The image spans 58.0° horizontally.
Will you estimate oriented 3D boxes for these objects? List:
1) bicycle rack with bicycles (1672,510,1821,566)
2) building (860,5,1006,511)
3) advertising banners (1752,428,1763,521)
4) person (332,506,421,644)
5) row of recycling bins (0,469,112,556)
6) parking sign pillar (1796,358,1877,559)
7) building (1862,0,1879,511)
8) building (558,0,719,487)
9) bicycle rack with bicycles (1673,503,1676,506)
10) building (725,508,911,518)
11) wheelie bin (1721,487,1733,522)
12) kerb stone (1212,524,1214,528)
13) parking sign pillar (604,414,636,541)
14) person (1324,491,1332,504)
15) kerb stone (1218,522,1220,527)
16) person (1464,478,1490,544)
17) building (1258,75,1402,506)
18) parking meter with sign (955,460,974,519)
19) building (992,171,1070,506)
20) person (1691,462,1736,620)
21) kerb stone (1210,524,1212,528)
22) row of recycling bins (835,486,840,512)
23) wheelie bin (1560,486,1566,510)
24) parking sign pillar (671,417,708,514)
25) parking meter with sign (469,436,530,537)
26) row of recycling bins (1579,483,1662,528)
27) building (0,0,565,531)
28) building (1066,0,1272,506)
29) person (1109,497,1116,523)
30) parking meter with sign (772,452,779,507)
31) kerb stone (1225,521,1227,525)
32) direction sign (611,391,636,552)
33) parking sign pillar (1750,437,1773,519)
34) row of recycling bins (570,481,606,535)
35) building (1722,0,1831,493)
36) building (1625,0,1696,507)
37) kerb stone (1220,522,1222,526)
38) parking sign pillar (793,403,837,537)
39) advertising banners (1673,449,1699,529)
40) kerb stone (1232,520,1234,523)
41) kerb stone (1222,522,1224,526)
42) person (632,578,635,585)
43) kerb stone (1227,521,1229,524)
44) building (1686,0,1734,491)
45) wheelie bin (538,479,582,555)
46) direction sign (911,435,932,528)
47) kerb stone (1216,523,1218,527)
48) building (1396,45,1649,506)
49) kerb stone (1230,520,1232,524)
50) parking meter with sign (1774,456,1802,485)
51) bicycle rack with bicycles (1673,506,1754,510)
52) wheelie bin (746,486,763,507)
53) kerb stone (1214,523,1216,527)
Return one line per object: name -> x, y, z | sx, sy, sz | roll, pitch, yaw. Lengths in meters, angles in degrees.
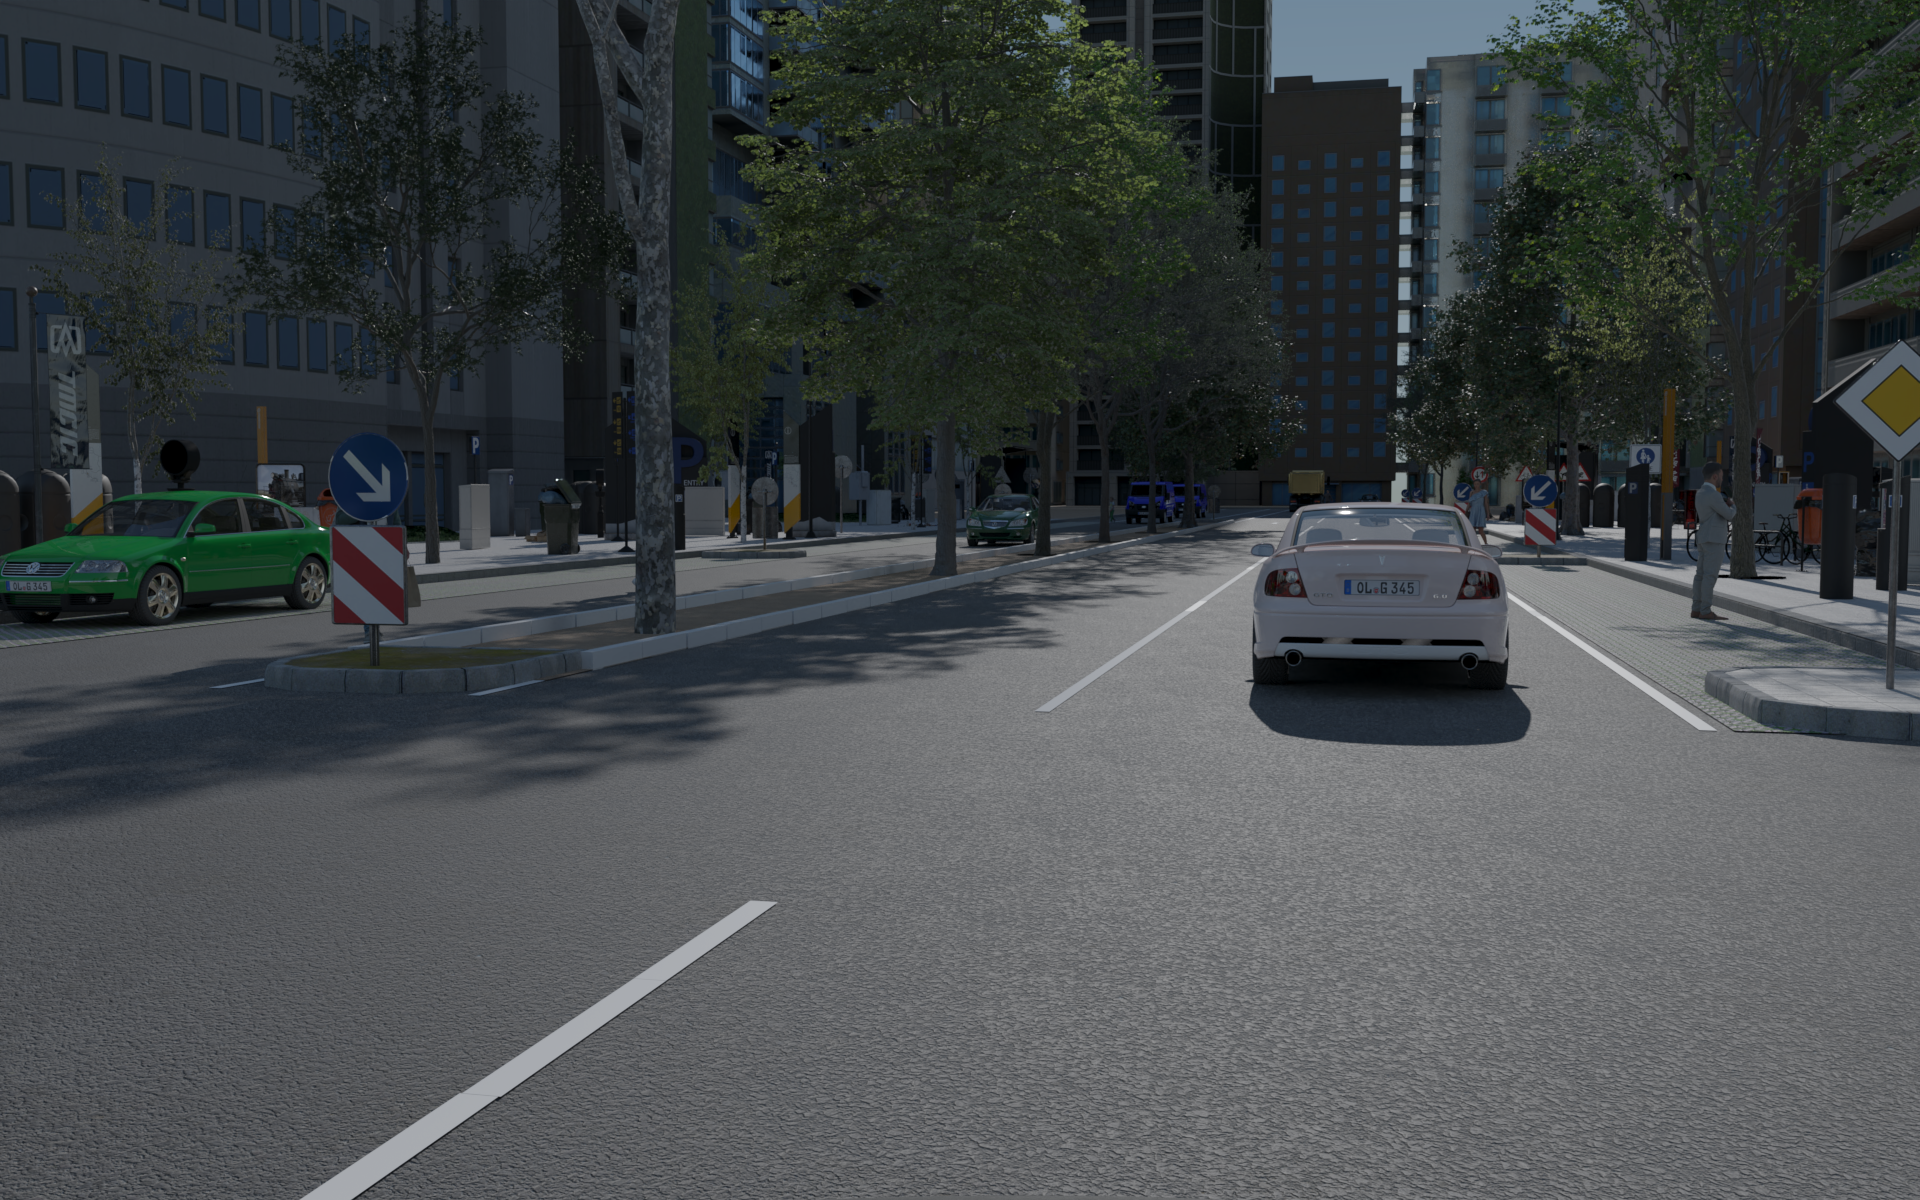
bicycle rack with bicycles -> 15.275, -1.133, 31.902 | 2.852, 0.926, 2.925 | -1, 4, -13
building -> -11.602, -33.781, 141.562 | 27.495, 52.752, 28.713 | 1, 4, 13
advertising banners -> 20.605, -2.997, 45.191 | 0.090, 3.025, 2.074 | 3, 5, 40
person -> -5.453, -0.476, 16.264 | 0.794, 1.824, 0.713 | -2, 4, -35
row of recycling bins -> -15.349, -1.288, 28.164 | 1.069, 1.692, 3.534 | 1, 4, 23
parking sign pillar -> 17.512, -2.819, 34.559 | 1.447, 3.967, 1.447 | -1, 4, -11
building -> 46.697, -26.933, 64.058 | 21.300, 48.544, 21.600 | 1, 4, 13
building -> -20.388, -24.247, 80.034 | 14.154, 41.232, 14.086 | 1, 4, 13
bicycle rack with bicycles -> 28.484, -3.514, 70.829 | 2.925, 0.926, 2.852 | 3, 5, 44
building -> -15.923, -48.654, 108.166 | 22.319, 86.520, 31.000 | 1, 4, 13
wheelie bin -> 35.339, -4.408, 79.985 | 0.980, 1.594, 0.693 | -3, 5, -43
kerb stone -> 10.434, -3.076, 72.489 | 0.120, 0.150, 1.000 | 1, 4, 13
parking sign pillar -> -9.235, -3.666, 48.410 | 1.447, 3.967, 1.447 | 0, 4, 1
person -> 34.023, -9.250, 160.287 | 0.990, 1.755, 0.434 | 3, 4, 38
kerb stone -> 11.134, -3.256, 75.485 | 0.120, 0.150, 1.000 | 1, 4, 13
person -> 12.423, -2.021, 41.634 | 0.778, 1.811, 0.616 | -3, 5, -44
building -> 40.205, -32.911, 188.197 | 14.200, 45.320, 14.600 | 1, 4, 13
parking meter with sign -> -0.162, -5.693, 89.349 | 1.738, 3.016, 0.543 | -1, 4, -20
building -> 2.091, -35.251, 200.050 | 21.600, 48.544, 21.300 | 1, 4, 13
person -> 8.620, -0.677, 19.742 | 0.466, 1.800, 0.511 | -1, 4, -9
kerb stone -> 10.206, -3.013, 71.492 | 0.120, 0.150, 1.000 | 1, 4, 13
row of recycling bins -> -6.274, -4.728, 84.422 | 1.069, 1.692, 3.534 | 0, 4, -2
wheelie bin -> 24.492, -3.759, 69.364 | 0.980, 1.594, 0.693 | 0, 4, 4
parking sign pillar -> -9.338, -4.346, 59.522 | 1.447, 3.967, 1.447 | -1, 4, -15
parking meter with sign -> -13.882, -3.431, 52.362 | 1.738, 3.016, 0.543 | 1, 4, 9
row of recycling bins -> 25.284, -3.642, 66.662 | 3.534, 1.692, 1.069 | 1, 4, 22
building -> -28.060, -31.157, 51.414 | 21.231, 58.520, 28.212 | 1, 4, 13
building -> 23.857, -46.221, 193.963 | 20.611, 71.187, 20.563 | 1, 4, 13
person -> 7.513, -4.442, 85.373 | 0.306, 1.304, 0.590 | 3, 5, 41
parking meter with sign -> -6.861, -4.607, 71.581 | 1.738, 3.016, 0.543 | -2, 4, -30
kerb stone -> 12.053, -3.504, 79.483 | 0.120, 0.150, 1.000 | 1, 4, 13
direction sign -> -7.384, -2.828, 38.242 | 0.876, 3.537, 0.379 | 3, 5, 42
parking sign pillar -> 32.193, -5.001, 70.238 | 1.447, 3.967, 1.447 | 3, 5, 43
row of recycling bins -> -12.145, -3.017, 56.442 | 1.069, 1.692, 3.534 | -2, 4, -24
building -> 49.209, -26.934, 90.487 | 14.600, 45.320, 14.200 | 1, 4, 13
building -> 63.719, -32.715, 124.132 | 28.713, 52.752, 27.495 | 1, 4, 13
kerb stone -> 11.365, -3.321, 76.488 | 0.120, 0.150, 1.000 | 1, 4, 13
parking sign pillar -> -4.408, -3.872, 51.786 | 1.447, 3.967, 1.447 | 1, 4, 13
advertising banners -> 26.556, -4.079, 62.876 | 2.074, 3.025, 0.090 | -1, 4, -13
kerb stone -> 12.970, -3.749, 83.498 | 0.120, 0.150, 1.000 | 1, 4, 13
kerb stone -> 11.595, -3.382, 77.490 | 0.120, 0.150, 1.000 | 1, 4, 13
person -> -4.557, -1.002, 25.554 | 0.598, 1.740, 0.731 | -2, 4, -31
kerb stone -> 12.283, -3.565, 80.479 | 0.120, 0.150, 1.000 | 1, 4, 13
building -> 51.702, -25.745, 104.525 | 14.154, 41.232, 14.086 | 1, 4, 13
wheelie bin -> -8.470, -1.765, 36.766 | 0.693, 1.594, 0.980 | 0, 4, 7
direction sign -> -1.484, -4.554, 66.452 | 0.876, 3.537, 0.379 | -2, 4, -27
kerb stone -> 10.895, -3.198, 74.487 | 0.120, 0.150, 1.000 | 1, 4, 13
building -> 62.865, -34.702, 186.986 | 30.456, 49.044, 23.786 | 1, 4, 13
kerb stone -> 12.747, -3.686, 82.497 | 0.120, 0.150, 1.000 | 1, 4, 13
parking meter with sign -> 37.407, -4.978, 77.655 | 0.543, 3.016, 1.738 | -2, 4, -30
bicycle rack with bicycles -> 18.456, -1.691, 41.031 | 2.852, 0.926, 2.925 | 2, 4, 29
wheelie bin -> -8.083, -3.660, 67.744 | 0.693, 1.594, 0.980 | -3, 5, -40
kerb stone -> 10.663, -3.137, 73.491 | 0.120, 0.150, 1.000 | 1, 4, 13
